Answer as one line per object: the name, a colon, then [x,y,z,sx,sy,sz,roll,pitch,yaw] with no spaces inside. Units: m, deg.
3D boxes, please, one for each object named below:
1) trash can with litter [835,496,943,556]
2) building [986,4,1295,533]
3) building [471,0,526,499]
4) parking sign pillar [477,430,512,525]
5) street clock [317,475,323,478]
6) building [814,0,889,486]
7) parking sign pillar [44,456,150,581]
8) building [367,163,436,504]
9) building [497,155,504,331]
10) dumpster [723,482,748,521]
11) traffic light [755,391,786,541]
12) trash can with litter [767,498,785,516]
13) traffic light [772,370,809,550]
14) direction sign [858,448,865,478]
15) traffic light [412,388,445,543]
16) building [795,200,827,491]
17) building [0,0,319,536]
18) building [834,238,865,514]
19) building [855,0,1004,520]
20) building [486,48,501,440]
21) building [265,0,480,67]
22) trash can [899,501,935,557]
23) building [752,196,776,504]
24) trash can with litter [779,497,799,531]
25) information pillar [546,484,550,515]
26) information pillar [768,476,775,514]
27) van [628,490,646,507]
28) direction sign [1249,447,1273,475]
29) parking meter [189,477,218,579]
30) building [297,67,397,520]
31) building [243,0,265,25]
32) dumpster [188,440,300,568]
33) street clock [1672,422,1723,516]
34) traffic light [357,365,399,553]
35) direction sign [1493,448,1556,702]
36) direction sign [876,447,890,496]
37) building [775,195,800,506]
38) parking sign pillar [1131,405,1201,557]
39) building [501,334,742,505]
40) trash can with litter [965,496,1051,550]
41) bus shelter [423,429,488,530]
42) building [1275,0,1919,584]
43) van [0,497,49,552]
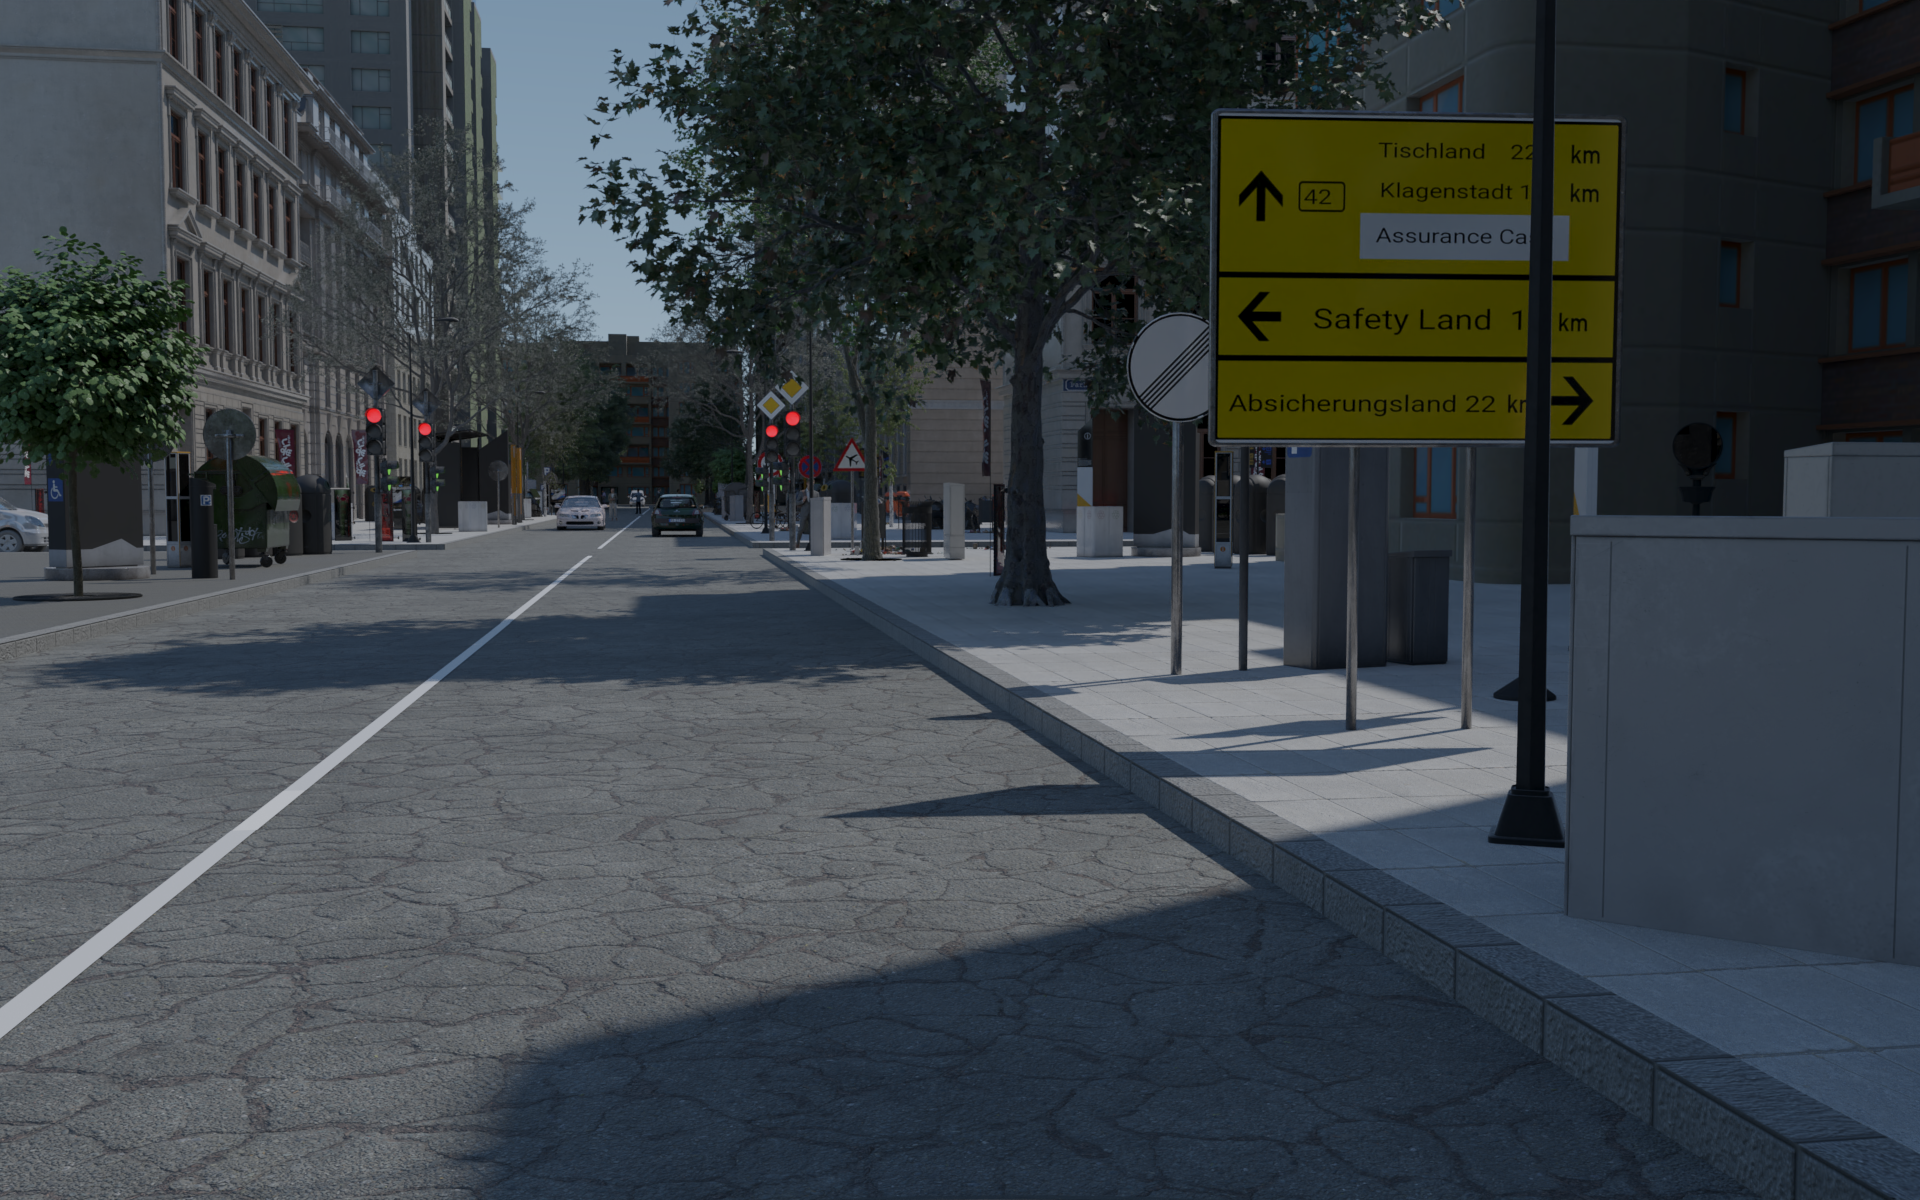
trash can with litter: [-1.435,-1.574,36.789,2.233,1.210,1.678,0,4,-8]
building: [12.160,-13.845,62.529,21.152,22.565,11.583,-1,4,-10]
building: [-60.080,-52.444,170.138,31.000,86.520,22.319,-1,4,-10]
parking sign pillar: [-19.649,-5.173,73.046,1.447,3.967,1.447,0,3,0]
street clock: [-24.991,-3.843,67.410,0.471,2.002,0.358,-2,4,-27]
building: [-0.218,-31.867,140.631,23.786,49.044,30.456,-1,4,-10]
parking sign pillar: [-13.086,-2.305,26.165,1.447,3.967,1.447,2,4,28]
building: [-37.969,-15.227,103.709,10.420,20.320,16.860,-1,4,-10]
building: [-72.646,-36.521,216.724,30.456,49.044,23.786,-1,4,-10]
dumpster: [-10.857,-4.794,84.145,1.264,1.857,1.865,-1,4,-10]
traffic light: [-5.158,-3.565,47.214,0.839,4.253,0.868,-1,4,-10]
trash can with litter: [-10.832,-5.507,101.428,1.055,1.170,0.624,-3,5,-44]
traffic light: [-3.832,-3.084,39.339,0.839,4.253,0.868,-1,4,-10]
direction sign: [-4.617,-5.694,85.088,0.876,3.537,0.379,-3,4,-37]
traffic light: [-14.042,-3.473,45.706,0.839,4.253,0.868,-1,4,-10]
building: [-8.085,-31.334,162.423,14.600,45.320,14.200,-1,4,-10]
building: [-30.574,-13.750,60.963,11.583,22.565,21.152,-1,4,-10]
building: [-1.376,-18.099,113.939,12.078,24.808,19.932,-1,4,-10]
building: [2.036,-18.851,94.124,13.634,28.700,20.117,-1,4,-10]
building: [-48.546,-28.712,153.040,14.154,41.232,14.086,-1,4,-10]
building: [-45.953,-27.829,138.605,14.154,41.232,14.086,-1,4,-10]
trash can: [-0.880,-1.452,35.398,0.748,1.137,0.748,0,3,0]
building: [-14.026,-34.915,225.489,28.867,44.769,22.147,-1,4,-10]
trash can with litter: [-5.695,-3.018,60.408,1.678,1.210,2.233,1,4,10]
information pillar: [-25.533,-6.270,107.003,0.304,2.012,0.304,-1,4,-17]
information pillar: [-7.259,-4.606,66.661,0.183,3.616,0.504,-2,4,-32]
van: [-36.196,-11.449,194.206,2.013,2.044,4.112,-1,4,-10]
direction sign: [8.860,-3.643,51.562,0.876,3.537,0.379,2,4,24]
parking meter: [-11.520,-1.099,26.381,0.372,1.533,0.369,0,3,0]
building: [-35.676,-14.773,83.340,13.314,21.916,24.055,-1,4,-10]
building: [-42.930,-26.982,124.750,14.154,41.232,14.086,-1,4,-10]
dumpster: [-12.708,-1.730,30.785,1.502,2.255,1.985,-1,4,-9]
street clock: [7.483,-0.798,17.611,0.471,2.002,0.358,2,4,25]
traffic light: [-12.715,-2.991,37.832,0.839,4.253,0.868,-1,4,-10]
direction sign: [3.543,-1.148,10.763,0.876,3.537,0.379,-1,4,-11]
direction sign: [-3.816,-5.628,84.016,0.876,3.537,0.379,1,4,11]
building: [-7.982,-34.055,180.492,21.300,48.544,21.600,-1,4,-10]
parking sign pillar: [4.264,-2.892,35.756,1.447,3.967,1.447,1,4,19]
building: [-43.248,-23.190,224.193,28.899,21.520,27.650,-1,4,-10]
trash can with litter: [1.011,-1.789,40.302,2.233,1.210,1.678,0,4,2]
bus shelter: [-19.050,-4.549,65.653,1.731,3.624,6.357,-1,4,-10]
building: [22.097,-10.745,20.729,27.650,21.520,28.899,-1,4,-10]
van: [-23.360,-2.050,40.537,4.112,2.044,2.013,0,4,-8]
